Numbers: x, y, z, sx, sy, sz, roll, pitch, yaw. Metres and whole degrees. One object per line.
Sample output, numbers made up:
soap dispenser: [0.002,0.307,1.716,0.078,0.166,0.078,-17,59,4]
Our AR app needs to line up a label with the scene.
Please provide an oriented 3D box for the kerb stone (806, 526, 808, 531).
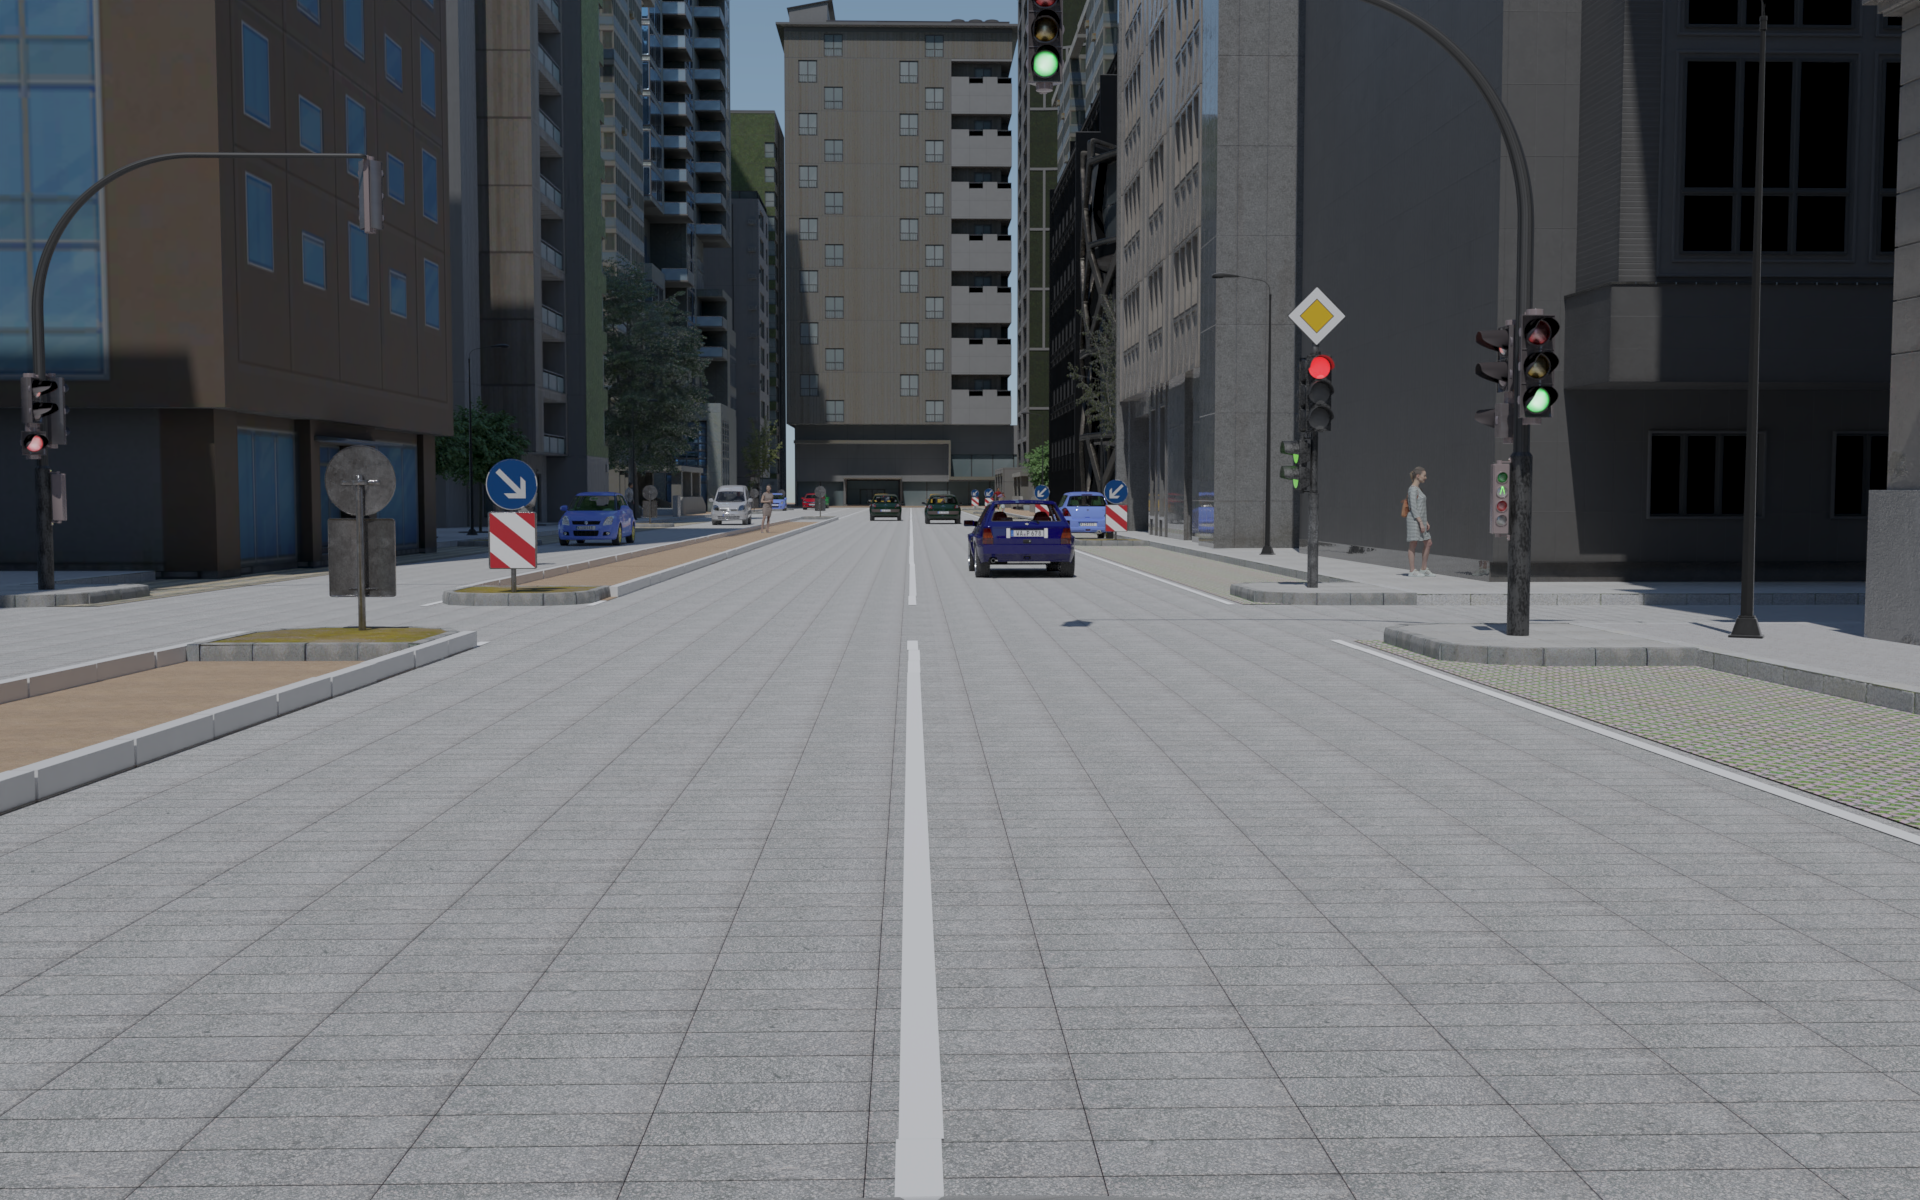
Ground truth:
kerb stone: [-6.014,-2.711,66.515,0.120,0.150,1.000,0,4,-2]

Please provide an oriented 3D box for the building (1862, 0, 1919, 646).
building: [14.608,-13.229,3.685,14.401,28.519,23.554,0,4,-2]

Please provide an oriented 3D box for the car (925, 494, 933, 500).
car: [-2.258,-9.389,163.735,2.015,1.641,3.980,0,4,-2]

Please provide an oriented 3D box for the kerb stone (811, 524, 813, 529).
kerb stone: [-6.103,-2.900,69.603,0.120,0.150,1.000,0,4,-2]

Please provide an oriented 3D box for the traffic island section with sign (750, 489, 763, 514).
traffic island section with sign: [-14.863,-7.141,125.376,1.989,1.847,2.006,0,4,-2]

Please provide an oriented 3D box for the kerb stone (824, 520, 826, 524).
kerb stone: [-6.398,-3.525,79.836,0.120,0.150,1.000,0,4,-2]

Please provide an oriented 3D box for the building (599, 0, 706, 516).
building: [-33.193,-25.530,109.290,32.217,40.220,23.993,0,4,-2]

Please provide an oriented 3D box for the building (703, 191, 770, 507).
building: [-25.634,-24.176,166.975,14.107,30.474,14.160,0,4,-2]

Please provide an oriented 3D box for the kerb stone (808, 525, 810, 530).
kerb stone: [-6.045,-2.773,67.548,0.120,0.150,1.000,0,4,-2]

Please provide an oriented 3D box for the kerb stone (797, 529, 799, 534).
kerb stone: [-5.877,-2.397,61.394,0.120,0.150,1.000,0,4,-2]

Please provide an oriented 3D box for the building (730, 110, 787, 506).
building: [-26.280,-30.838,187.797,14.086,41.232,14.154,0,4,-2]

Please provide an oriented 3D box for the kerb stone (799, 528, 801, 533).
kerb stone: [-5.898,-2.459,62.420,0.120,0.150,1.000,0,4,-2]

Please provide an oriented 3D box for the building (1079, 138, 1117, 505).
building: [13.505,-12.677,74.725,16.820,18.784,16.811,0,4,-2]

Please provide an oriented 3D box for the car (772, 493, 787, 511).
car: [-15.688,-8.446,147.675,1.945,1.707,3.694,0,4,-3]

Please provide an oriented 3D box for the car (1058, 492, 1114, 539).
car: [3.825,-2.735,54.312,1.945,1.707,3.694,0,4,-2]

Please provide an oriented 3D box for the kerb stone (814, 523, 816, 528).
kerb stone: [-6.161,-3.025,71.651,0.120,0.150,1.000,0,4,-2]

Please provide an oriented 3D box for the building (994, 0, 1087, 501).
building: [13.997,-44.268,162.037,20.563,71.187,20.611,0,4,-2]

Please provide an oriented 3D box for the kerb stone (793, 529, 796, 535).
kerb stone: [-5.813,-2.268,59.345,0.120,0.150,1.000,0,4,-2]

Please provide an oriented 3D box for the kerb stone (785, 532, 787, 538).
kerb stone: [-5.704,-2.021,55.239,0.120,0.150,1.000,0,4,-2]

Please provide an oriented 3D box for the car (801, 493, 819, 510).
car: [-13.347,-9.097,157.779,2.155,1.783,4.494,0,4,-2]

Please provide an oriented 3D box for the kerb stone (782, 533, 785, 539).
kerb stone: [-5.670,-1.958,54.217,0.120,0.150,1.000,0,4,-2]

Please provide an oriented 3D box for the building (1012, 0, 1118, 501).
building: [20.675,-27.463,140.903,32.217,40.220,23.993,0,4,-2]

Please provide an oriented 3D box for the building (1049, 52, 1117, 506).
building: [11.463,-15.993,91.158,12.332,23.373,15.834,0,4,-2]

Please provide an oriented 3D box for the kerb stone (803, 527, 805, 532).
kerb stone: [-5.950,-2.582,64.464,0.120,0.150,1.000,0,4,-2]

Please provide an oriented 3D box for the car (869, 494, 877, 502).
car: [-5.458,-6.865,122.470,2.015,1.641,3.980,0,4,-3]

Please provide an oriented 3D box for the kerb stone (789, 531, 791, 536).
kerb stone: [-5.755,-2.147,57.292,0.120,0.150,1.000,0,4,-2]

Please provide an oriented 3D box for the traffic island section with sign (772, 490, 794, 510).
traffic island section with sign: [-15.639,-8.789,152.320,1.989,1.847,2.006,0,4,-2]

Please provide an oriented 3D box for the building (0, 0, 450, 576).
building: [-19.133,-23.482,34.039,14.600,45.320,14.200,0,4,-2]

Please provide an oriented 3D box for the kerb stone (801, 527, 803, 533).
kerb stone: [-5.939,-2.520,63.442,0.120,0.150,1.000,0,4,-2]

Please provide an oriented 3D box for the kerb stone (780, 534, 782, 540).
kerb stone: [-5.640,-1.896,53.194,0.120,0.150,1.000,0,4,-2]

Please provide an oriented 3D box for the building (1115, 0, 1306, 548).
building: [11.718,-14.204,50.262,12.078,24.808,19.932,0,4,-2]

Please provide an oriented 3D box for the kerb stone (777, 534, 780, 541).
kerb stone: [-5.604,-1.833,52.171,0.120,0.150,1.000,0,4,-2]

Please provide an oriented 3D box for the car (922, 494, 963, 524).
car: [-0.849,-4.529,83.843,2.009,1.686,4.222,0,4,-2]

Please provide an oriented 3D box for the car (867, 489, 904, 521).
car: [-4.018,-5.134,93.722,2.009,1.686,4.222,0,4,-2]

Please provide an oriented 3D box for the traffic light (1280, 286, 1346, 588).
traffic light: [4.811,-2.122,23.615,0.839,4.253,0.868,0,4,-2]

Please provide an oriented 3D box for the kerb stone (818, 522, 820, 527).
kerb stone: [-6.250,-3.213,74.721,0.120,0.150,1.000,0,4,-2]

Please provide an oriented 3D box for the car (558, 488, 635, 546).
car: [-10.331,-2.431,49.330,1.945,1.707,3.694,0,4,-2]

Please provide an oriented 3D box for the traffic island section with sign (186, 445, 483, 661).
traffic island section with sign: [-5.618,-0.462,15.684,2.006,1.907,1.989,0,4,-2]

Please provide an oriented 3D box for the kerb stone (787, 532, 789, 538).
kerb stone: [-5.723,-2.079,56.270,0.120,0.150,1.000,0,4,-2]

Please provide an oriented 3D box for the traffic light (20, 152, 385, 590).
traffic light: [-10.154,-2.969,23.210,4.771,5.953,1.251,0,4,-2]

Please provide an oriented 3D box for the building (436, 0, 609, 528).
building: [-22.586,-23.606,69.550,14.154,41.232,14.086,0,4,-2]

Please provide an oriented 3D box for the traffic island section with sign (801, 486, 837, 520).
traffic island section with sign: [-7.964,-5.508,98.196,2.006,1.907,1.989,0,4,-2]

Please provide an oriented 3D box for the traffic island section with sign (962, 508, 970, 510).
traffic island section with sign: [1.192,-8.815,152.746,1.989,1.847,2.006,0,4,-2]

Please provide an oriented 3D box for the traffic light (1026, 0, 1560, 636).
traffic light: [2.950,-2.493,15.432,4.771,5.953,1.251,0,4,-2]

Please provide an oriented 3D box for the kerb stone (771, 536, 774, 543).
kerb stone: [-5.547,-1.708,50.128,0.120,0.150,1.000,0,4,-2]

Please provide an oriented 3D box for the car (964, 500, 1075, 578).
car: [1.058,-1.131,31.077,1.945,1.354,3.894,0,4,-2]

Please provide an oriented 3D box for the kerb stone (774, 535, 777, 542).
kerb stone: [-5.579,-1.771,51.149,0.120,0.150,1.000,0,4,-2]

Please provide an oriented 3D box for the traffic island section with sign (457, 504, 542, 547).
traffic island section with sign: [-12.654,-2.399,47.852,1.989,1.847,2.006,0,4,-2]

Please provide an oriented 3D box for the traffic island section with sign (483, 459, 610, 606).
traffic island section with sign: [-5.819,-0.914,23.088,2.006,1.907,1.989,0,4,-2]

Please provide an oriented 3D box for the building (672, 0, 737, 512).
building: [-28.532,-50.330,135.575,22.319,86.520,31.000,0,4,-2]

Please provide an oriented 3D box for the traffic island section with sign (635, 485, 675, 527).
traffic island section with sign: [-13.430,-4.059,74.991,1.989,1.847,2.006,0,4,-2]

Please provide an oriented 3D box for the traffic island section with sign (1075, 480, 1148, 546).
traffic island section with sign: [4.158,-2.428,48.319,1.989,1.847,2.006,0,4,-2]

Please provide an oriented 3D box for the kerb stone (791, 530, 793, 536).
kerb stone: [-5.788,-2.207,58.323,0.120,0.150,1.000,0,4,-2]

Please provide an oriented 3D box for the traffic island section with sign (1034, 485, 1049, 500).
traffic island section with sign: [3.393,-4.076,75.263,1.989,1.847,2.006,0,4,-2]

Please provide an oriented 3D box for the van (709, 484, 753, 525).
van: [-10.685,-4.530,81.073,2.013,2.044,4.112,0,4,-3]

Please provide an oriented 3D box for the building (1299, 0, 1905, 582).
building: [19.432,-14.466,30.024,24.014,27.812,14.314,0,4,-2]

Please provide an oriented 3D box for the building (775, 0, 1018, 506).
building: [-5.686,-37.026,194.616,27.495,52.752,28.713,0,4,-2]

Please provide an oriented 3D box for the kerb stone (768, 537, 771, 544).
kerb stone: [-5.522,-1.645,49.091,0.120,0.150,1.000,0,4,-2]

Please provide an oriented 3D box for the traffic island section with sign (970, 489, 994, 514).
traffic island section with sign: [1.963,-7.145,125.443,1.989,1.847,2.006,0,4,-2]

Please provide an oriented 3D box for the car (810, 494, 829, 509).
car: [-14.005,-10.021,172.641,1.959,1.807,4.718,0,4,-3]
